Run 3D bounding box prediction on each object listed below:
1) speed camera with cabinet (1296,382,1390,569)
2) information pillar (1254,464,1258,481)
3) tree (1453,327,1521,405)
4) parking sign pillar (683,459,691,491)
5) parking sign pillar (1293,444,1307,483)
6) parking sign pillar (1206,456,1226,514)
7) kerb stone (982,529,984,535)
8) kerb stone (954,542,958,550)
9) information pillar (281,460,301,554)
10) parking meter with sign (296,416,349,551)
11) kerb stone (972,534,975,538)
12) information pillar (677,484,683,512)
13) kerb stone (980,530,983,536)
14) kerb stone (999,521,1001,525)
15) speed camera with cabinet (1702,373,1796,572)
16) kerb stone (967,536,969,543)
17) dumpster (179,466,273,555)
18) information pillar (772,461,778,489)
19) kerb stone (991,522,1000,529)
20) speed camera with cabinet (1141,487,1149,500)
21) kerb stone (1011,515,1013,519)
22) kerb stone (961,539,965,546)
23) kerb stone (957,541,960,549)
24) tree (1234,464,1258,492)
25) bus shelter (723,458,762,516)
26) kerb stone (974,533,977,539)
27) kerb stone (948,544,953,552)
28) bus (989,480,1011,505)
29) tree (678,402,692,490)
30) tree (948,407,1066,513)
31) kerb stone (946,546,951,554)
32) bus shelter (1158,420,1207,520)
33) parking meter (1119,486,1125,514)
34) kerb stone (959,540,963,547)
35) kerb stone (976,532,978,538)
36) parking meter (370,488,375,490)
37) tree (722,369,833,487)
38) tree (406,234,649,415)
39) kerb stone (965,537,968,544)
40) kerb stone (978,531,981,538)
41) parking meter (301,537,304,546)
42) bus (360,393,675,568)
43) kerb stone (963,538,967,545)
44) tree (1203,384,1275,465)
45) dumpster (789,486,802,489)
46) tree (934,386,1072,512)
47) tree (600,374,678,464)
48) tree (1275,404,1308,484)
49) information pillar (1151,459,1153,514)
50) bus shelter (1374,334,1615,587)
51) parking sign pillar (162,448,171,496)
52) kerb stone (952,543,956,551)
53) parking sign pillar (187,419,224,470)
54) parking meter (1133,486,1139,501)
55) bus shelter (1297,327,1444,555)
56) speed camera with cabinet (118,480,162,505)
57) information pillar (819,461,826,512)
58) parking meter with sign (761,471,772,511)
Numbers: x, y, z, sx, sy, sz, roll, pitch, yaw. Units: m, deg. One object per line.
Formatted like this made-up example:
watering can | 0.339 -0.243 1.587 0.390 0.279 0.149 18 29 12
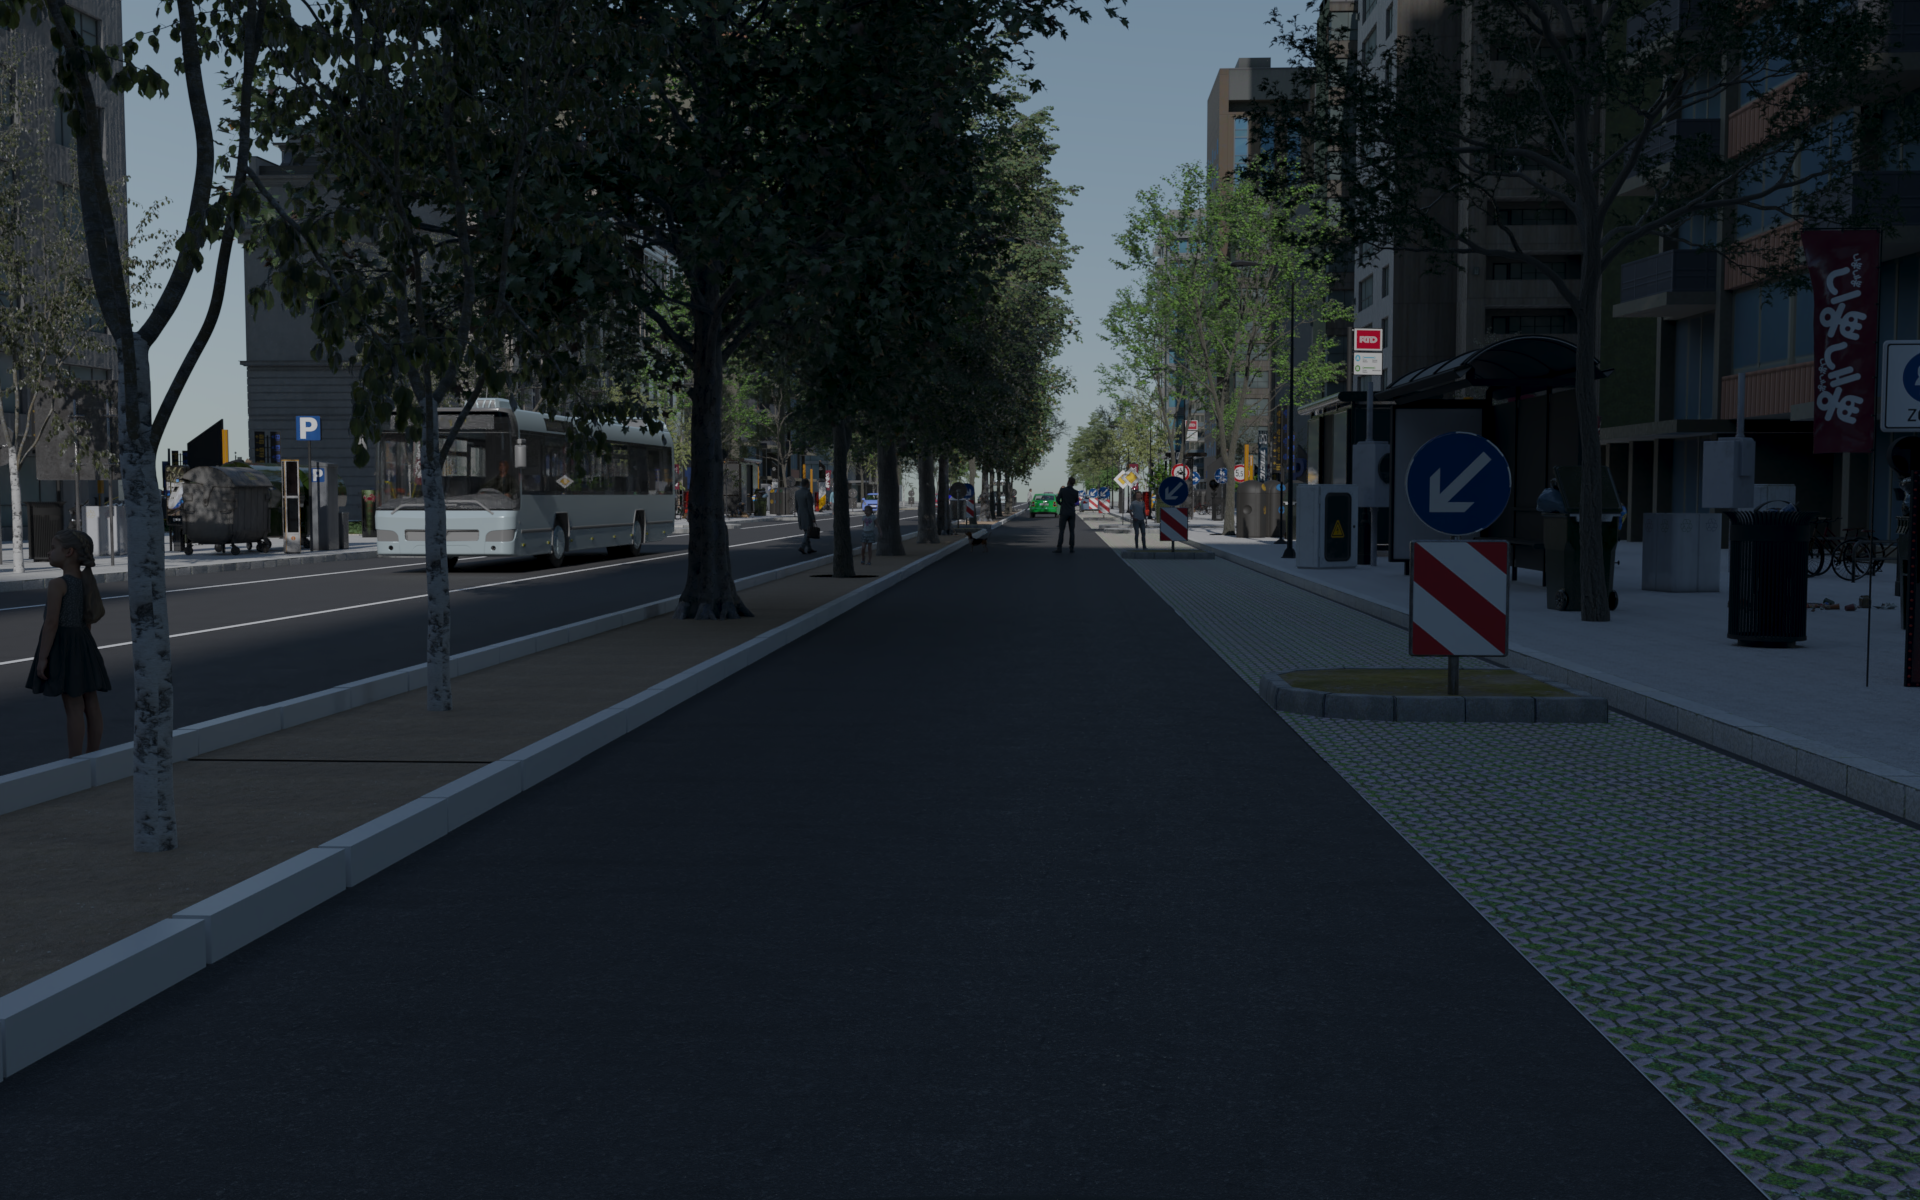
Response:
speed camera with cabinet | 6.775 -2.188 30.114 2.038 3.252 0.660 -2 4 -34
information pillar | 23.029 -8.748 134.389 0.504 3.616 0.183 -1 4 -12
tree | 23.914 -7.753 77.131 4.360 8.622 3.978 0 3 0
parking sign pillar | -19.646 -8.451 126.641 1.447 3.967 1.447 3 4 38
parking sign pillar | 18.495 -6.424 93.504 1.447 3.967 1.447 -1 4 -21
parking sign pillar | 16.852 -7.647 113.504 1.447 3.967 1.447 1 4 22
kerb stone | 0.657 -2.251 58.993 0.120 0.150 1.000 0 4 3
kerb stone | -0.208 -1.311 43.636 0.120 0.150 1.000 0 4 3
information pillar | -14.360 -2.000 37.185 0.304 2.012 0.304 -2 4 -32
parking meter with sign | -14.492 -2.646 39.520 0.543 3.016 1.738 0 4 2
kerb stone | 0.304 -1.875 52.855 0.120 0.150 1.000 0 4 3
information pillar | -19.579 -7.130 121.063 0.304 2.012 0.304 -2 4 -35
kerb stone | 0.599 -2.185 57.964 0.120 0.150 1.000 0 4 3
kerb stone | 1.599 -3.287 75.939 0.120 0.150 1.000 0 4 3
speed camera with cabinet | 13.188 -2.115 28.920 2.038 3.252 0.660 -3 4 -37
kerb stone | 0.141 -1.688 49.791 0.120 0.150 1.000 0 4 3
dumpster | -15.605 -1.901 36.843 1.264 1.857 1.865 0 4 3
information pillar | -13.095 -8.040 122.815 0.504 3.616 0.183 0 4 2
kerb stone | 1.548 -3.220 74.910 0.120 0.150 1.000 0 4 3
speed camera with cabinet | 15.222 -8.955 140.749 0.660 3.252 2.038 -3 4 -38
kerb stone | 2.687 -4.467 95.392 0.120 0.150 1.000 0 4 3
kerb stone | -0.033 -1.499 46.704 0.120 0.150 1.000 0 4 3
kerb stone | -0.148 -1.371 44.657 0.120 0.150 1.000 0 4 3
tree | 16.110 -6.366 98.677 1.663 3.219 1.824 0 3 0
bus shelter | -13.370 -7.548 101.038 2.179 5.291 8.768 0 4 3
kerb stone | 0.372 -1.938 53.875 0.120 0.150 1.000 0 4 3
kerb stone | -0.317 -1.186 41.590 0.120 0.150 1.000 0 4 3
bus | 5.149 -13.553 216.451 2.948 3.499 13.247 0 4 2
tree | -19.009 -10.058 114.818 4.737 8.622 4.395 0 3 0
tree | 3.793 -11.882 131.137 8.767 10.594 7.601 0 4 3
kerb stone | -0.372 -1.121 40.569 0.120 0.150 1.000 0 4 3
bus shelter | 11.633 -6.951 91.288 2.179 5.291 8.768 0 4 3
parking meter | 10.653 -6.624 114.010 0.255 1.863 0.399 2 4 32
kerb stone | -0.085 -1.436 45.677 0.120 0.150 1.000 0 4 3
kerb stone | 0.418 -1.999 54.896 0.120 0.150 1.000 0 4 3
parking meter | -24.775 -3.968 73.293 0.372 1.533 0.369 0 3 0
tree | -11.329 -10.799 110.975 7.601 10.594 8.767 2 4 34
tree | -13.974 -7.413 55.618 8.767 10.594 7.601 0 4 -1
kerb stone | 0.079 -1.625 48.763 0.120 0.150 1.000 0 4 3
kerb stone | 0.540 -2.125 56.943 0.120 0.150 1.000 0 4 3
parking meter | -16.531 -2.127 43.180 0.372 1.533 0.369 0 3 0
bus | -8.786 -2.538 36.350 2.948 3.499 13.247 0 4 4
kerb stone | 0.026 -1.558 47.732 0.120 0.150 1.000 0 4 3
tree | 18.436 -10.173 116.685 4.360 8.622 3.978 0 3 0
dumpster | -11.542 -7.114 122.077 1.264 1.857 1.865 0 4 3
tree | 3.944 -13.970 141.239 12.009 13.543 11.850 0 3 0
tree | -18.482 -8.953 96.744 4.737 8.622 4.395 0 3 0
tree | 26.721 -11.739 142.288 4.360 8.622 3.978 0 3 0
information pillar | 12.640 -7.513 114.193 0.183 3.616 0.504 -1 4 -9
bus shelter | 7.428 -1.887 24.774 2.014 3.302 5.546 0 4 3
parking sign pillar | -46.449 -6.911 101.462 1.447 3.967 1.447 -2 4 -24
kerb stone | -0.262 -1.249 42.611 0.120 0.150 1.000 0 4 3
parking sign pillar | -26.993 -4.508 62.171 1.447 3.967 1.447 0 4 2
parking meter | 12.239 -7.027 120.610 0.399 1.863 0.255 -2 4 -32
bus shelter | 8.992 -3.780 39.436 2.179 5.291 8.768 0 4 3
speed camera with cabinet | -28.566 -4.035 60.311 2.038 3.252 0.660 3 5 39
information pillar | -9.627 -7.929 120.996 0.504 3.616 0.183 0 4 5
parking meter with sign | -14.488 -8.145 129.431 1.738 3.016 0.543 3 4 36
